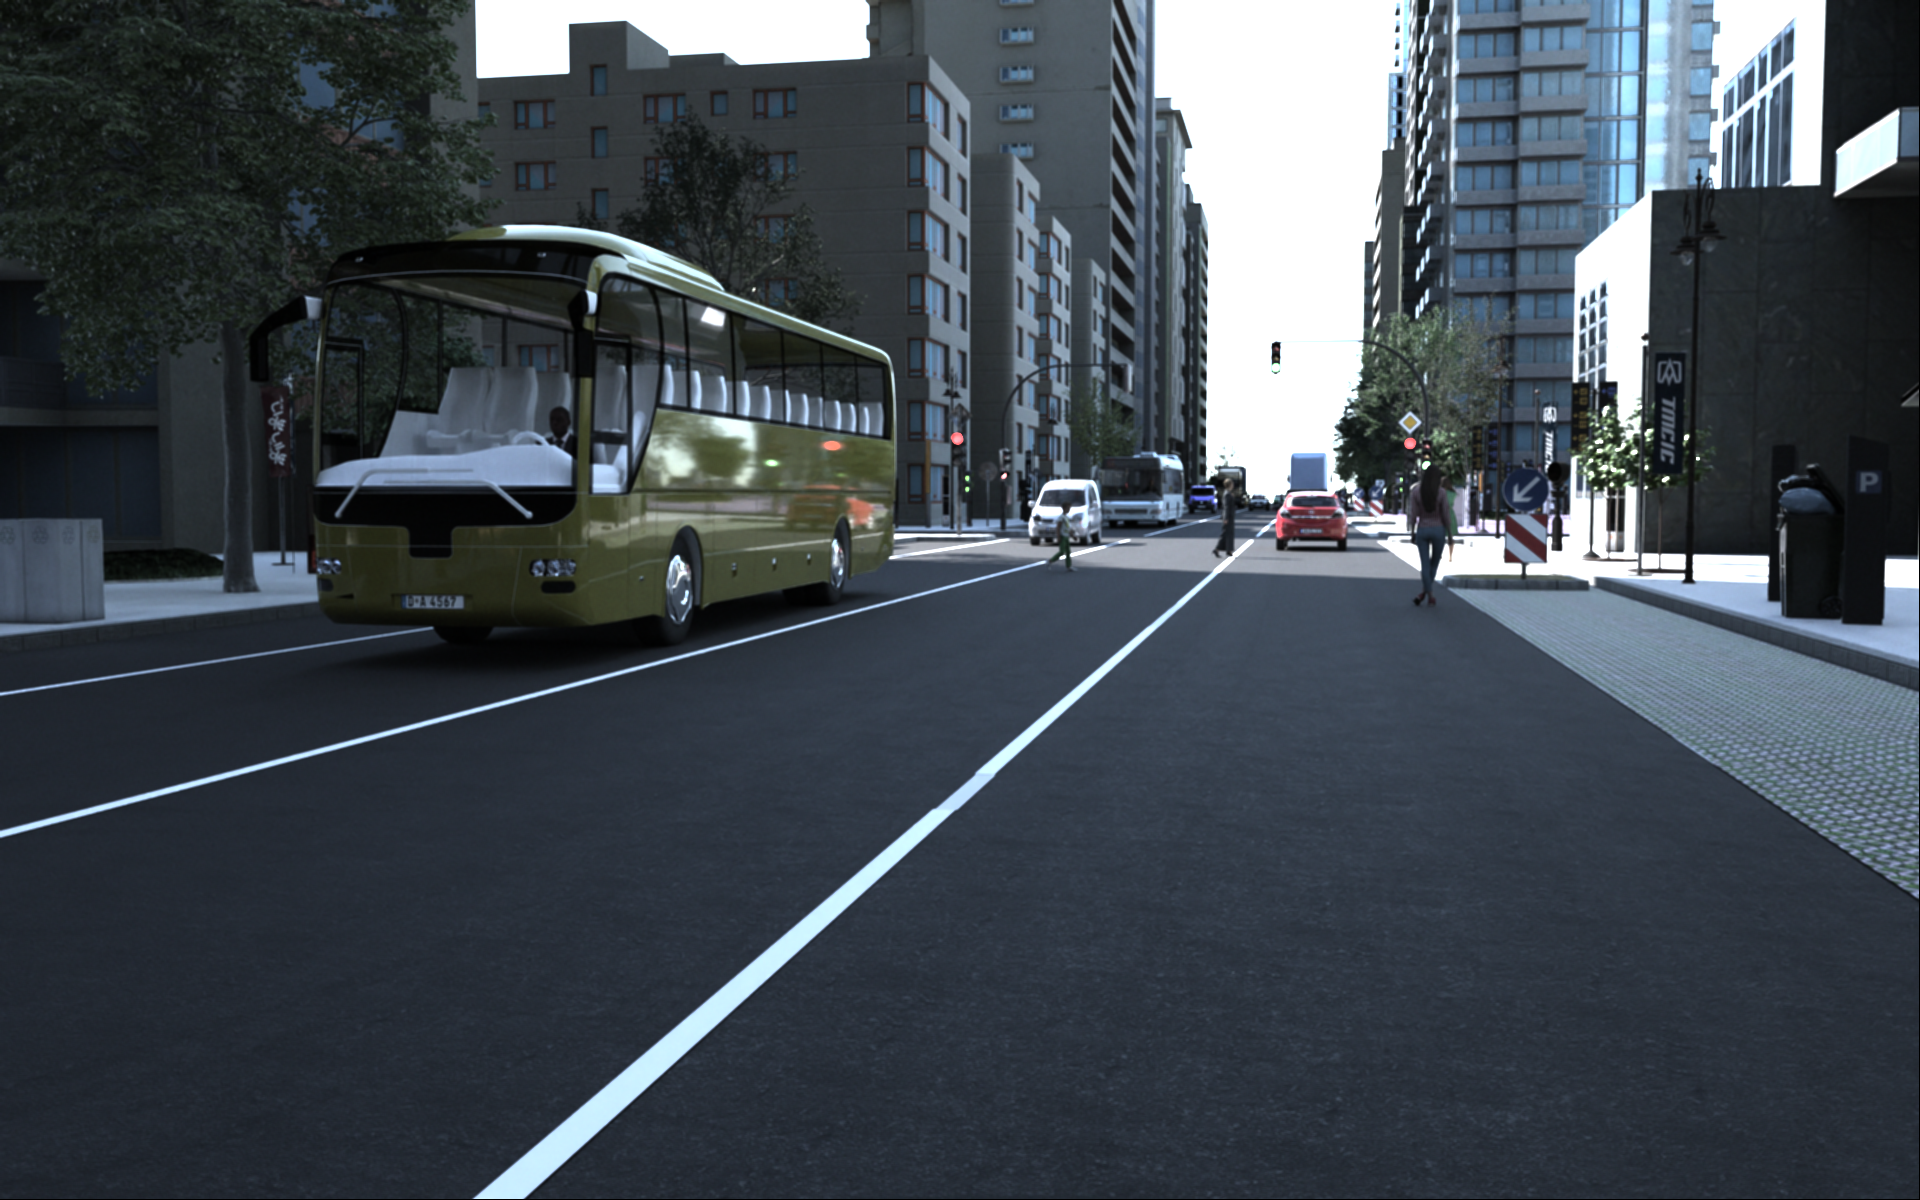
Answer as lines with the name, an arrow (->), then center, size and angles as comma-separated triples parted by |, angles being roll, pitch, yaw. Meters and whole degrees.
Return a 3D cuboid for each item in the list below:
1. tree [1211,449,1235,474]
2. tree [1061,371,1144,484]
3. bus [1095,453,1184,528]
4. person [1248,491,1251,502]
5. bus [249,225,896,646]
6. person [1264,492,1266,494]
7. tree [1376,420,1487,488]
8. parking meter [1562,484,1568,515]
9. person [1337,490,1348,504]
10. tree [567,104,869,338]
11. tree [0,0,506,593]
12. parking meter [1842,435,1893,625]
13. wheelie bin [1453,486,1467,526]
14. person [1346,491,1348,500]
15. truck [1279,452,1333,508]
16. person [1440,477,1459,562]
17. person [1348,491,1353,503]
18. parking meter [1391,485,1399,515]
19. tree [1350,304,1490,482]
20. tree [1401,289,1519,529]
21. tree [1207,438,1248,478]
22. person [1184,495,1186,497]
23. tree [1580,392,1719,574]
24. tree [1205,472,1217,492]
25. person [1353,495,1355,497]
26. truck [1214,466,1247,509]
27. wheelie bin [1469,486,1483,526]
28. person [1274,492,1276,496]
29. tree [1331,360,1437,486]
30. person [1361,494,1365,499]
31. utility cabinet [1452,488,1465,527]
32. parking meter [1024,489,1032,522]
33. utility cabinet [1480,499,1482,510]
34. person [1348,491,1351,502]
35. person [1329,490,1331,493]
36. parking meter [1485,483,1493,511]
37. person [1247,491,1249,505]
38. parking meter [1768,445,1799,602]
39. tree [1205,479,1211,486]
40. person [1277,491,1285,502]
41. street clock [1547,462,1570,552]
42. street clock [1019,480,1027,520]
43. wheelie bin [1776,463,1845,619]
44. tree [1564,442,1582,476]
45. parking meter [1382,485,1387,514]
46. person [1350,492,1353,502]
tree -> 43.137, -20.246, 281.390 | 4.360, 8.622, 3.978 | 0, 3, 0
tree -> 8.000, -9.356, 103.337 | 4.737, 8.622, 4.395 | 0, 3, 0
bus -> 8.193, -5.030, 77.095 | 2.948, 3.499, 13.247 | 1, 4, 11
person -> 31.130, -10.873, 186.797 | 0.721, 1.766, 1.217 | 1, 4, 12
bus -> -3.245, -1.723, 19.715 | 2.896, 3.916, 12.252 | 1, 4, 10
person -> 49.576, -16.710, 282.423 | 0.721, 1.735, 1.217 | 1, 4, 10
tree -> 21.699, -5.683, 76.628 | 4.285, 4.588, 4.351 | 0, 3, 0
parking meter -> 36.610, -6.058, 104.764 | 0.255, 1.863, 0.399 | 1, 4, 11
person -> 29.522, -7.676, 134.680 | 1.217, 1.739, 0.721 | 1, 4, 21
tree -> -5.578, -6.576, 41.926 | 7.601, 10.594, 8.767 | 1, 4, 16
tree -> -9.845, -6.365, 22.202 | 7.486, 12.596, 7.792 | 0, 3, 0
parking meter -> 8.937, -0.694, 17.055 | 0.399, 1.863, 0.255 | 2, 4, 23
wheelie bin -> 19.442, -3.686, 68.173 | 0.693, 1.594, 0.980 | 1, 4, 9
person -> 55.838, -14.858, 249.684 | 1.217, 1.735, 0.721 | -2, 4, -25
truck -> 20.947, -7.041, 104.876 | 2.967, 4.110, 18.799 | 1, 4, 13
person -> 10.142, -1.681, 36.226 | 0.600, 1.795, 0.529 | 0, 4, -8
person -> 58.894, -15.546, 260.357 | 1.348, 1.807, 0.705 | 2, 4, 32
parking meter -> 26.515, -6.109, 105.601 | 0.399, 1.863, 0.255 | -2, 4, -31
tree -> 25.533, -10.415, 96.033 | 9.928, 11.665, 9.643 | 0, 3, 0
tree -> 18.379, -6.885, 62.925 | 4.360, 8.622, 3.978 | 0, 3, 0
tree -> 43.965, -21.730, 289.689 | 8.767, 10.594, 7.601 | 1, 4, 11
person -> 26.927, -12.102, 204.630 | 1.217, 1.735, 0.721 | -2, 4, -35
tree -> 11.309, -2.055, 28.208 | 1.663, 3.219, 1.824 | 0, 3, 0
tree -> 37.652, -16.654, 256.013 | 4.285, 4.588, 4.351 | 0, 3, 0
person -> 61.831, -16.137, 273.110 | 0.991, 1.433, 0.599 | 3, 5, 43
truck -> 27.510, -11.410, 175.459 | 2.839, 4.237, 11.283 | 1, 4, 13
wheelie bin -> 20.621, -3.787, 69.823 | 0.980, 1.594, 0.693 | 0, 4, 8
person -> 52.641, -17.066, 288.255 | 0.721, 1.743, 1.217 | 3, 4, 36
tree -> 29.181, -11.291, 119.022 | 8.767, 10.594, 7.601 | 3, 4, 36
person -> 51.474, -13.188, 221.653 | 0.705, 1.826, 1.348 | -2, 4, -28
utility cabinet -> 18.877, -3.562, 66.922 | 1.173, 1.500, 0.318 | 2, 4, 26
parking meter -> 3.109, -4.341, 79.391 | 0.372, 1.533, 0.369 | 0, 3, 0
utility cabinet -> 27.833, -5.071, 94.073 | 0.306, 1.237, 1.020 | -3, 5, -45
person -> 61.788, -16.407, 274.850 | 0.990, 1.755, 0.434 | 0, 4, 1
person -> 40.022, -10.962, 187.589 | 0.709, 1.838, 0.599 | 1, 4, 16
parking meter -> 27.455, -5.153, 89.963 | 0.399, 1.863, 0.255 | 2, 4, 29
person -> 39.220, -13.925, 236.255 | 0.705, 1.814, 1.350 | 1, 4, 12
parking meter -> 9.874, -0.921, 20.767 | 0.255, 1.863, 0.399 | 2, 4, 34
tree -> 32.327, -14.160, 226.124 | 1.663, 3.219, 1.824 | 0, 3, 0
person -> 37.419, -11.776, 201.727 | 1.217, 1.739, 0.721 | -2, 4, -30
street clock -> 13.320, -2.081, 38.596 | 0.358, 2.002, 0.471 | -2, 4, -25
street clock -> 3.114, -4.986, 86.095 | 0.358, 2.002, 0.471 | -2, 4, -24
wheelie bin -> 8.855, -0.617, 18.003 | 0.693, 1.594, 0.980 | 1, 4, 19
tree -> 12.372, -2.341, 32.877 | 1.663, 3.219, 1.824 | 0, 3, 0
parking meter -> 27.489, -6.509, 112.135 | 0.255, 1.863, 0.399 | 0, 4, 4
person -> 56.022, -14.824, 248.287 | 0.599, 1.838, 0.709 | 0, 4, -6
